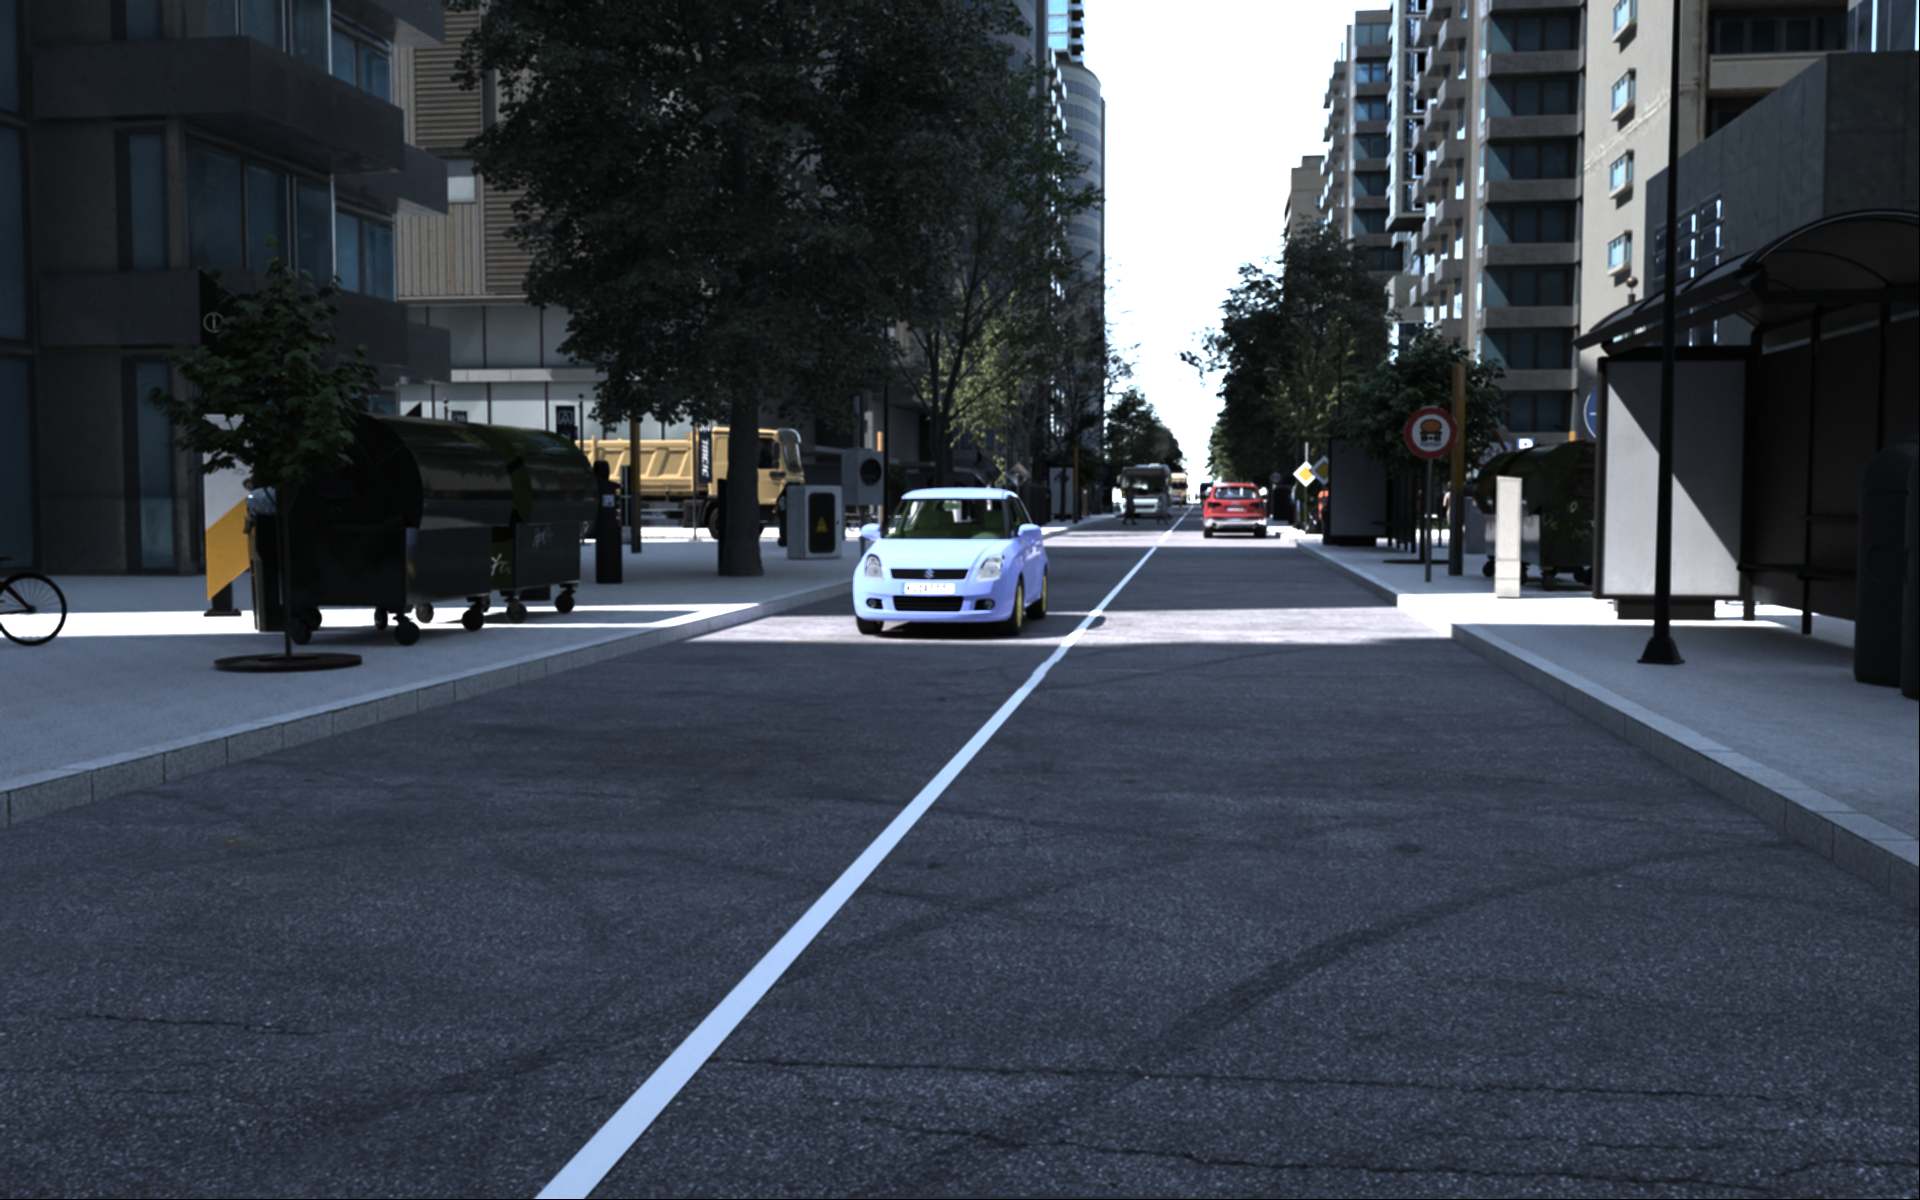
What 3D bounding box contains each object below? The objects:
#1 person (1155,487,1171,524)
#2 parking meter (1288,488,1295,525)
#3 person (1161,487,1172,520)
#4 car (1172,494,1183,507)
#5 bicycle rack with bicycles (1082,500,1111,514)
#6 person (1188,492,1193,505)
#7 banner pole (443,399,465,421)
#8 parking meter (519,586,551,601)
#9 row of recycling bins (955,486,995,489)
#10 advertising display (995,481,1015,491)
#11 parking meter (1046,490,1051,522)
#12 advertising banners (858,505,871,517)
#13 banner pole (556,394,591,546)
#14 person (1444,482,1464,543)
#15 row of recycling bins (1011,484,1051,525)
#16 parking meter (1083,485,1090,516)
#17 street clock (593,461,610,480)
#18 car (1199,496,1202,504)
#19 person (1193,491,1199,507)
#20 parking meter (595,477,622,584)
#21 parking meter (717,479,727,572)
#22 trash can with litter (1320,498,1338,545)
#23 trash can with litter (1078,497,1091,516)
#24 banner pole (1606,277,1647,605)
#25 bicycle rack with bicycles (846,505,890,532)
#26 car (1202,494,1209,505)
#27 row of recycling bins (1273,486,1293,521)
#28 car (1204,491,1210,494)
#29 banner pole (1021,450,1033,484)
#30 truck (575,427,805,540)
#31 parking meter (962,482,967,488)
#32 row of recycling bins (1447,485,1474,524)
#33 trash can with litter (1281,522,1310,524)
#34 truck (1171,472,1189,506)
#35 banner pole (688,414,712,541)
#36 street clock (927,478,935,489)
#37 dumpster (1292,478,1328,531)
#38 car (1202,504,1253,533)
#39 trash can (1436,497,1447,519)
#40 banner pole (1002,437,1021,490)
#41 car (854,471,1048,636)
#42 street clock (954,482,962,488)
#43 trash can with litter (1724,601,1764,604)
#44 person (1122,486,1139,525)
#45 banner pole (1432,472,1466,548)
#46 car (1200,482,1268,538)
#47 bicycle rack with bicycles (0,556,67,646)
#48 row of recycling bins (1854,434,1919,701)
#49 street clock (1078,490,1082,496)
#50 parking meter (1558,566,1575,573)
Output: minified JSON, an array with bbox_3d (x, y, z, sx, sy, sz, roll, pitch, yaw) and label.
[{"bbox_3d":[9.699,-4.520,82.750,0.694,1.780,0.624,-1,4,-20],"label":"person"},{"bbox_3d":[13.925,-3.915,72.420,0.372,1.533,0.369,0,3,0],"label":"parking meter"},{"bbox_3d":[11.463,-5.370,96.401,0.767,1.812,0.694,0,4,5],"label":"person"},{"bbox_3d":[23.561,-11.130,191.020,2.155,1.783,4.494,0,4,7],"label":"car"},{"bbox_3d":[8.603,-6.188,114.549,2.925,0.926,2.852,-1,4,-19],"label":"bicycle rack with bicycles"},{"bbox_3d":[30.135,-13.361,227.745,1.217,1.735,0.721,-1,4,-20],"label":"person"},{"bbox_3d":[-13.345,-3.409,45.762,0.401,3.779,0.863,3,5,44],"label":"banner pole"},{"bbox_3d":[-5.145,-0.764,20.910,0.372,1.533,0.369,0,3,0],"label":"parking meter"},{"bbox_3d":[1.309,-4.957,88.163,3.534,1.692,1.069,0,4,4],"label":"row of recycling bins"},{"bbox_3d":[2.236,-4.964,86.375,0.974,1.923,0.123,0,4,-7],"label":"advertising display"},{"bbox_3d":[3.930,-4.294,78.625,0.372,1.533,0.369,0,3,0],"label":"parking meter"},{"bbox_3d":[-5.819,-6.201,97.566,2.074,3.025,0.090,3,5,40],"label":"advertising banners"},{"bbox_3d":[-9.660,-3.253,43.197,0.863,3.779,0.401,0,4,-3],"label":"banner pole"},{"bbox_3d":[13.290,-2.303,46.488,0.599,1.781,0.374,1,4,17],"label":"person"},{"bbox_3d":[2.878,-3.911,71.057,1.069,1.692,3.534,1,4,15],"label":"row of recycling bins"},{"bbox_3d":[7.332,-5.797,100.489,0.399,1.863,0.255,2,4,29],"label":"parking meter"},{"bbox_3d":[-7.786,-2.021,37.622,0.358,2.002,0.471,-2,4,-31],"label":"street clock"},{"bbox_3d":[34.337,-14.202,241.238,2.155,1.783,4.494,0,4,6],"label":"car"},{"bbox_3d":[26.844,-11.541,197.069,0.709,1.838,0.599,0,4,6],"label":"person"},{"bbox_3d":[-5.045,-1.006,24.862,0.372,1.533,0.369,0,3,0],"label":"parking meter"},{"bbox_3d":[-3.790,-1.225,28.441,0.372,1.533,0.369,0,3,0],"label":"parking meter"},{"bbox_3d":[9.569,-1.960,43.427,1.055,1.170,0.624,0,4,7],"label":"trash can with litter"},{"bbox_3d":[7.108,-5.511,101.496,1.055,1.170,0.624,-1,4,-21],"label":"trash can with litter"},{"bbox_3d":[7.710,-1.823,19.818,0.401,3.779,0.863,0,4,6],"label":"banner pole"},{"bbox_3d":[-3.539,-2.771,58.685,2.925,0.926,2.852,1,4,22],"label":"bicycle rack with bicycles"},{"bbox_3d":[27.142,-10.907,187.363,2.155,1.783,4.494,0,4,7],"label":"car"},{"bbox_3d":[16.427,-4.774,85.174,1.069,1.692,3.534,3,5,39],"label":"row of recycling bins"},{"bbox_3d":[28.571,-11.530,197.181,2.281,1.827,5.304,1,4,8],"label":"car"},{"bbox_3d":[3.809,-6.586,97.699,0.863,3.779,0.401,-2,4,-30],"label":"banner pole"},{"bbox_3d":[-8.652,-3.372,51.056,9.791,3.379,3.469,0,4,7],"label":"truck"},{"bbox_3d":[0.218,-4.926,86.255,0.255,1.863,0.399,0,4,1],"label":"parking meter"},{"bbox_3d":[22.087,-4.159,75.107,1.069,1.692,3.534,0,4,-7],"label":"row of recycling bins"},{"bbox_3d":[15.057,-3.894,74.717,1.678,1.210,2.233,-3,4,-36],"label":"trash can with litter"},{"bbox_3d":[27.566,-14.082,219.151,2.839,4.237,11.283,0,4,8],"label":"truck"},{"bbox_3d":[-7.101,-3.514,47.479,0.863,3.779,0.401,2,4,32],"label":"banner pole"},{"bbox_3d":[-1.250,-4.397,76.456,0.358,2.002,0.471,2,4,30],"label":"street clock"},{"bbox_3d":[12.356,-3.535,60.295,1.502,2.255,1.985,1,4,8],"label":"dumpster"},{"bbox_3d":[10.206,-3.292,65.822,2.014,1.417,4.499,0,4,6],"label":"car"},{"bbox_3d":[25.292,-4.834,90.693,0.748,1.137,0.748,0,3,0],"label":"trash can"},{"bbox_3d":[2.107,-5.225,75.438,0.401,3.779,0.863,3,4,38],"label":"banner pole"},{"bbox_3d":[-0.034,-0.560,18.754,1.945,1.707,3.694,1,4,9],"label":"car"},{"bbox_3d":[-0.101,-5.988,102.480,0.471,2.002,0.358,-3,5,-40],"label":"street clock"},{"bbox_3d":[9.843,-0.559,20.201,1.678,1.210,2.233,-3,5,-42],"label":"trash can with litter"},{"bbox_3d":[7.920,-4.396,80.479,0.767,1.812,0.694,1,4,9],"label":"person"},{"bbox_3d":[11.777,-3.154,41.586,0.863,3.779,0.401,0,4,-6],"label":"banner pole"},{"bbox_3d":[9.132,-2.999,57.709,2.281,1.827,5.304,0,4,8],"label":"car"},{"bbox_3d":[-9.080,-0.016,13.638,2.925,0.926,2.852,0,4,4],"label":"bicycle rack with bicycles"},{"bbox_3d":[6.319,-0.195,10.305,1.069,1.692,3.534,0,4,8],"label":"row of recycling bins"},{"bbox_3d":[7.589,-6.473,110.407,0.358,2.002,0.471,1,4,9],"label":"street clock"},{"bbox_3d":[9.898,-1.212,28.220,0.372,1.533,0.369,0,3,0],"label":"parking meter"}]
